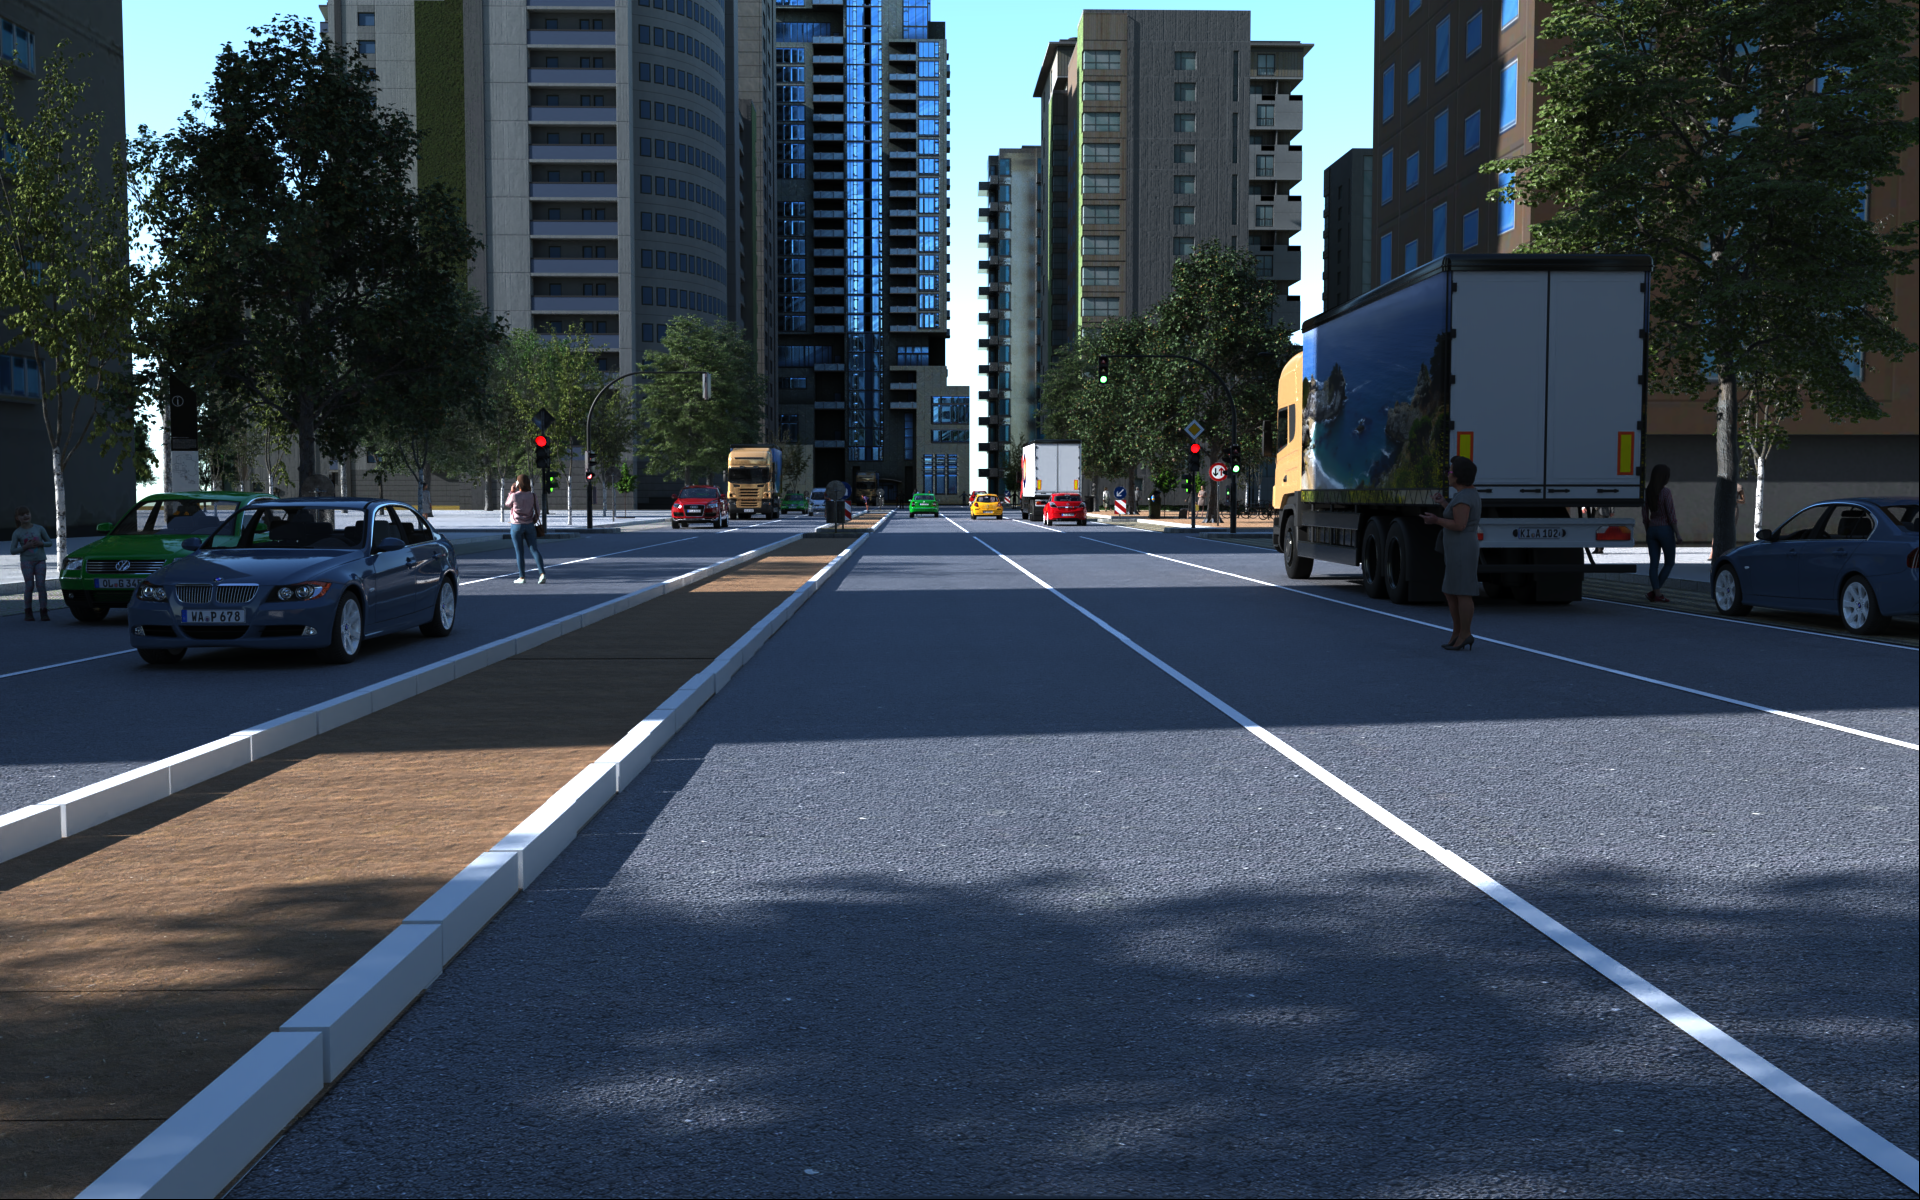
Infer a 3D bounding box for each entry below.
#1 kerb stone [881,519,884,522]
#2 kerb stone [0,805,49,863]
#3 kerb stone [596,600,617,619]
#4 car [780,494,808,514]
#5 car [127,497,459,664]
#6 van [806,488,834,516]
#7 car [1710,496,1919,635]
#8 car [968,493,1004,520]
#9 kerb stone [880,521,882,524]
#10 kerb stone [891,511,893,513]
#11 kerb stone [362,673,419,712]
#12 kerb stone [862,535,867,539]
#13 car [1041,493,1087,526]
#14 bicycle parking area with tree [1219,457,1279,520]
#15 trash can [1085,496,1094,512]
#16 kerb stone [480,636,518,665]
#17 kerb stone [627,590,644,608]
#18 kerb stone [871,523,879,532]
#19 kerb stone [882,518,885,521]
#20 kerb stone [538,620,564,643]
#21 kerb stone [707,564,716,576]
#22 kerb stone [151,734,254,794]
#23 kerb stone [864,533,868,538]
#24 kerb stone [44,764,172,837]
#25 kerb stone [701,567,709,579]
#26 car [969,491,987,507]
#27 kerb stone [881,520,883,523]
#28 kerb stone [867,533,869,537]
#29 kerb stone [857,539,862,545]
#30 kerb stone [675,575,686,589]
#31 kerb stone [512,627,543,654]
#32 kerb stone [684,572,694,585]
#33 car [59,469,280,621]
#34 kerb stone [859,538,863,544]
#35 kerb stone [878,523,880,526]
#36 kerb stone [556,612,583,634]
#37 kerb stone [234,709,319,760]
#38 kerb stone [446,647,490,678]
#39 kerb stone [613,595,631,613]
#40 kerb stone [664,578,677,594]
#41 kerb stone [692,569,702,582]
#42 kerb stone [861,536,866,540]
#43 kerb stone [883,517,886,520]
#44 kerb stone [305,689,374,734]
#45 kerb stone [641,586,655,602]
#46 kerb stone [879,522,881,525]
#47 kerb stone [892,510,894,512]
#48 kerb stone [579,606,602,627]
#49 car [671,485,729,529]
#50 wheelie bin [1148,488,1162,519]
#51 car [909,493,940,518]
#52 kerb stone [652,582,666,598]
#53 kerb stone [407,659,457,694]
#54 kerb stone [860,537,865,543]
[{"bbox_3d":[-3.716,-3.534,79.978,0.120,0.150,1.000,0,4,-2],"label":"kerb stone"},{"bbox_3d":[-3.756,0.951,6.648,0.120,0.150,1.000,0,4,-2],"label":"kerb stone"},{"bbox_3d":[-4.132,0.136,19.967,0.120,0.150,1.000,0,4,-2],"label":"kerb stone"},{"bbox_3d":[-11.899,-7.083,124.609,1.959,1.807,4.718,0,4,-2],"label":"car"},{"bbox_3d":[-6.011,-0.253,16.139,2.014,1.417,4.499,0,3,0],"label":"car"},{"bbox_3d":[-9.138,-6.556,114.197,2.013,2.044,4.112,0,4,-4],"label":"van"},{"bbox_3d":[9.873,-0.416,18.801,2.014,1.417,4.499,0,4,-2],"label":"car"},{"bbox_3d":[1.502,-5.394,98.409,2.015,1.641,3.980,0,4,-2],"label":"car"},{"bbox_3d":[-3.604,-3.284,75.887,0.120,0.150,1.000,0,4,-2],"label":"kerb stone"},{"bbox_3d":[-4.722,-5.726,115.818,0.120,0.150,1.000,0,4,-2],"label":"kerb stone"},{"bbox_3d":[-3.897,0.638,11.764,0.120,0.150,1.000,0,4,-2],"label":"kerb stone"},{"bbox_3d":[-2.892,-1.754,50.866,0.120,0.150,1.000,0,4,-2],"label":"kerb stone"},{"bbox_3d":[4.809,-4.313,79.554,2.155,1.783,4.494,0,4,0],"label":"car"},{"bbox_3d":[17.983,-6.184,88.114,9.016,4.147,8.231,0,4,6],"label":"bicycle parking area with tree"},{"bbox_3d":[9.151,-6.775,122.424,0.748,1.137,0.748,0,3,0],"label":"trash can"},{"bbox_3d":[-3.987,0.450,14.840,0.120,0.150,1.000,0,4,-2],"label":"kerb stone"},{"bbox_3d":[-4.186,0.011,22.022,0.120,0.150,1.000,0,4,-2],"label":"kerb stone"},{"bbox_3d":[-3.428,-2.907,69.755,0.120,0.150,1.000,0,4,-2],"label":"kerb stone"},{"bbox_3d":[-3.802,-3.721,83.051,0.120,0.150,1.000,0,4,-2],"label":"kerb stone"},{"bbox_3d":[-4.050,0.331,16.884,0.120,0.150,1.000,0,4,-2],"label":"kerb stone"},{"bbox_3d":[-4.422,-0.489,30.242,0.120,0.150,1.000,0,4,-2],"label":"kerb stone"},{"bbox_3d":[-3.812,0.829,8.695,0.120,0.150,1.000,0,4,-2],"label":"kerb stone"},{"bbox_3d":[-2.953,-1.879,52.921,0.120,0.150,1.000,0,4,-2],"label":"kerb stone"},{"bbox_3d":[-3.777,0.889,7.672,0.120,0.150,1.000,0,4,-2],"label":"kerb stone"},{"bbox_3d":[-4.393,-0.428,29.198,0.120,0.150,1.000,0,4,-2],"label":"kerb stone"},{"bbox_3d":[2.149,-11.351,194.258,2.281,1.827,5.304,0,4,-2],"label":"car"},{"bbox_3d":[-3.669,-3.408,77.931,0.120,0.150,1.000,0,4,-2],"label":"kerb stone"},{"bbox_3d":[-2.989,-1.942,53.942,0.120,0.150,1.000,0,4,-2],"label":"kerb stone"},{"bbox_3d":[-2.779,-1.500,46.757,0.120,0.150,1.000,0,4,-2],"label":"kerb stone"},{"bbox_3d":[-4.304,-0.240,26.120,0.120,0.150,1.000,0,4,-2],"label":"kerb stone"},{"bbox_3d":[-4.006,0.387,15.862,0.120,0.150,1.000,0,4,-2],"label":"kerb stone"},{"bbox_3d":[-4.328,-0.298,27.142,0.120,0.150,1.000,0,4,-2],"label":"kerb stone"},{"bbox_3d":[-9.138,-0.742,20.923,1.959,1.807,4.718,0,4,-3],"label":"car"},{"bbox_3d":[-2.810,-1.566,47.792,0.120,0.150,1.000,0,4,-2],"label":"kerb stone"},{"bbox_3d":[-3.459,-2.968,70.777,0.120,0.150,1.000,0,4,-2],"label":"kerb stone"},{"bbox_3d":[-4.080,0.264,17.917,0.120,0.150,1.000,0,4,-2],"label":"kerb stone"},{"bbox_3d":[-3.843,0.763,9.718,0.120,0.150,1.000,0,4,-2],"label":"kerb stone"},{"bbox_3d":[-3.957,0.513,13.818,0.120,0.150,1.000,0,4,-2],"label":"kerb stone"},{"bbox_3d":[-4.158,0.074,20.992,0.120,0.150,1.000,0,4,-2],"label":"kerb stone"},{"bbox_3d":[-4.267,-0.178,25.099,0.120,0.150,1.000,0,4,-2],"label":"kerb stone"},{"bbox_3d":[-4.356,-0.365,28.164,0.120,0.150,1.000,0,4,-2],"label":"kerb stone"},{"bbox_3d":[-2.863,-1.691,49.837,0.120,0.150,1.000,0,4,-2],"label":"kerb stone"},{"bbox_3d":[-3.895,-3.906,86.125,0.120,0.150,1.000,0,4,-2],"label":"kerb stone"},{"bbox_3d":[-3.866,0.701,10.742,0.120,0.150,1.000,0,4,-2],"label":"kerb stone"},{"bbox_3d":[-4.222,-0.052,23.043,0.120,0.150,1.000,0,4,-2],"label":"kerb stone"},{"bbox_3d":[-3.511,-3.096,72.820,0.120,0.150,1.000,0,4,-2],"label":"kerb stone"},{"bbox_3d":[-4.906,-6.102,121.962,0.120,0.150,1.000,0,4,-2],"label":"kerb stone"},{"bbox_3d":[-4.097,0.199,18.945,0.120,0.150,1.000,0,4,-2],"label":"kerb stone"},{"bbox_3d":[-10.975,-3.956,73.353,2.281,1.827,5.304,0,4,-2],"label":"car"},{"bbox_3d":[10.043,-4.975,89.253,0.693,1.594,0.980,0,4,-2],"label":"wheelie bin"},{"bbox_3d":[-2.211,-6.004,106.954,1.959,1.807,4.718,0,4,-1],"label":"car"},{"bbox_3d":[-4.252,-0.114,24.067,0.120,0.150,1.000,0,4,-2],"label":"kerb stone"},{"bbox_3d":[-3.926,0.576,12.787,0.120,0.150,1.000,0,4,-2],"label":"kerb stone"},{"bbox_3d":[-2.837,-1.628,48.816,0.120,0.150,1.000,0,4,-2],"label":"kerb stone"}]
